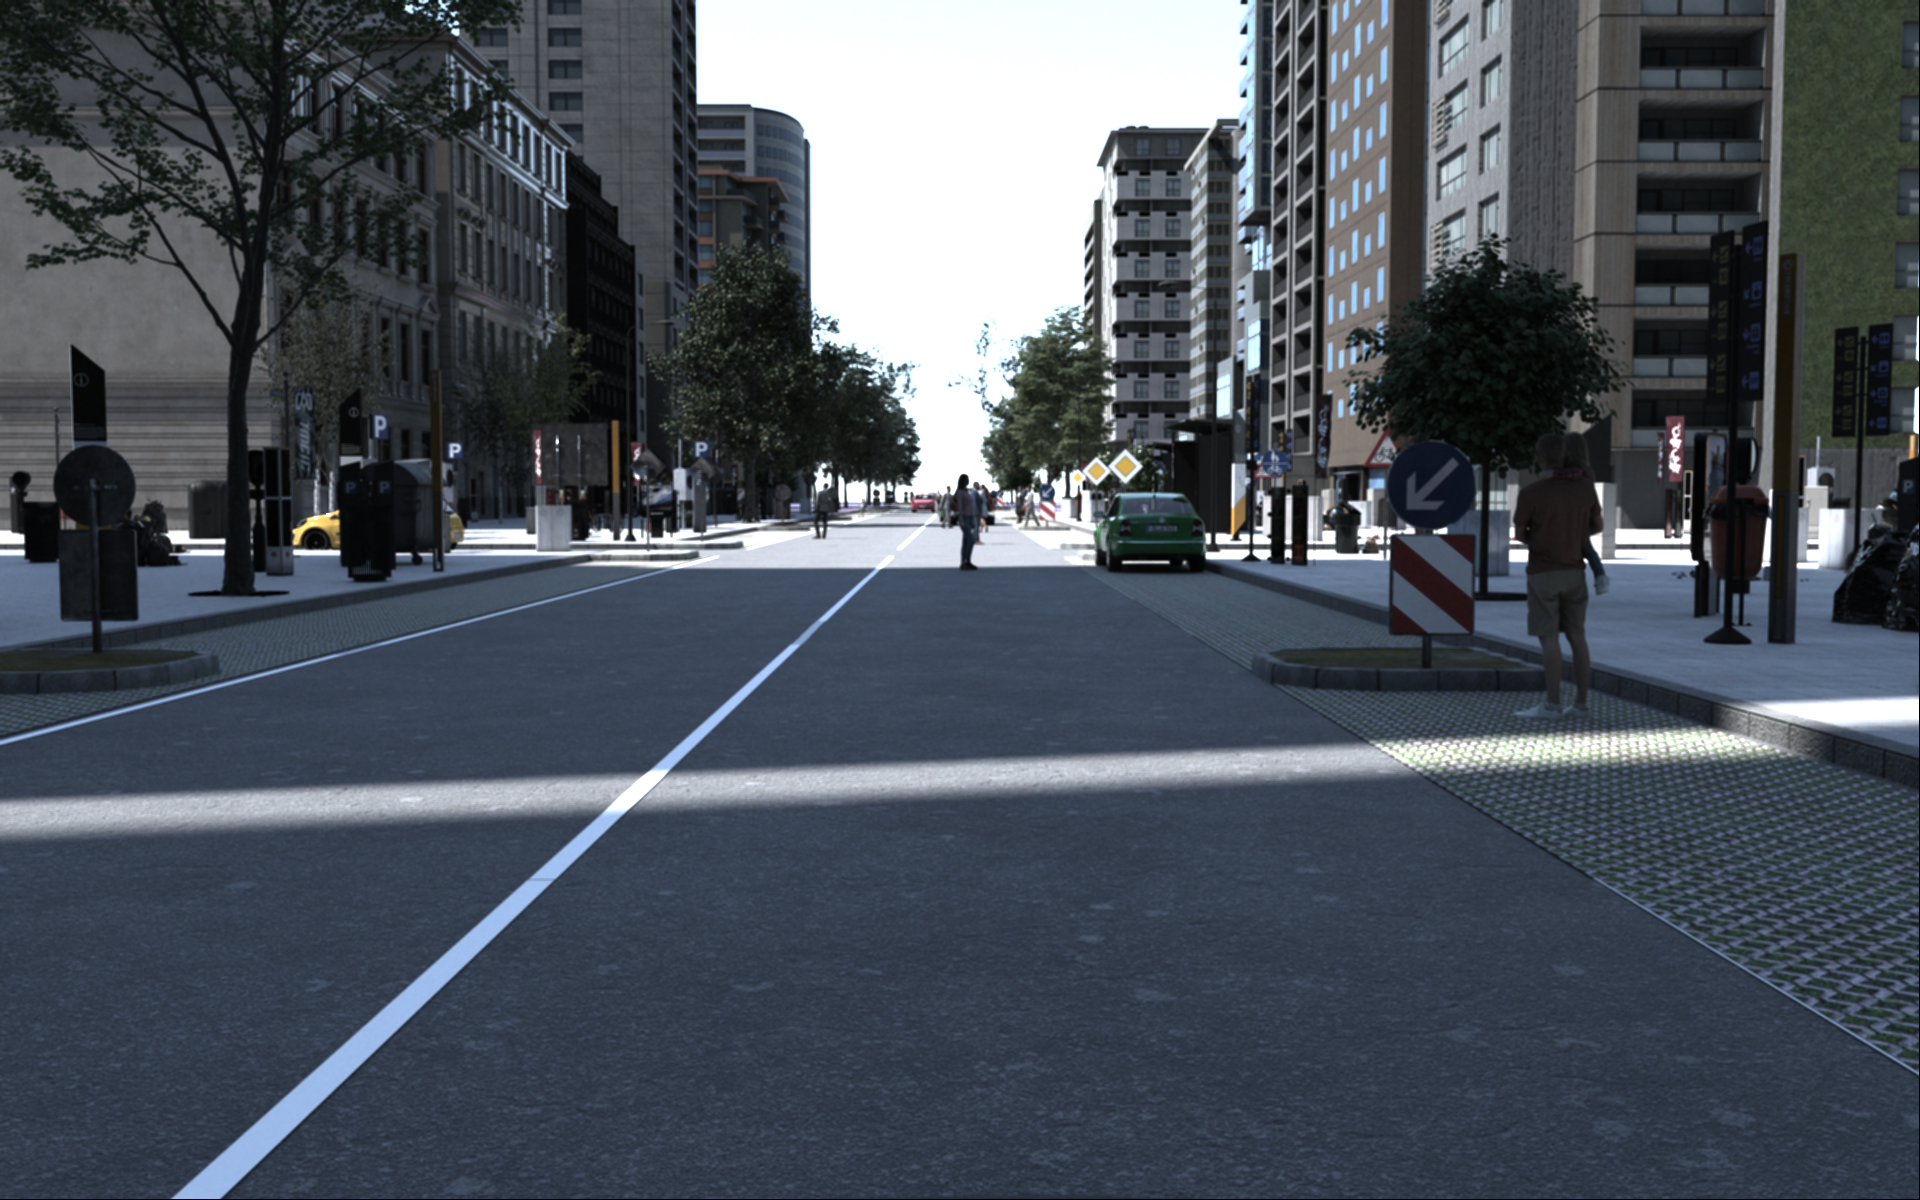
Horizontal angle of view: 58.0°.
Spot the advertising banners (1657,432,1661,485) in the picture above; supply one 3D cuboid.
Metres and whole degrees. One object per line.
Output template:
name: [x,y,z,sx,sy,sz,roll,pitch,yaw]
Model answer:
advertising banners: [20.403,-3.279,49.796,0.090,3.025,2.074,3,5,43]

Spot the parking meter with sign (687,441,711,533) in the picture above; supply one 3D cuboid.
parking meter with sign: [-8.683,-3.764,57.799,0.543,3.016,1.738,-1,4,-13]

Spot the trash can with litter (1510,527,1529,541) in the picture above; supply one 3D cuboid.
trash can with litter: [15.691,-2.198,46.989,1.678,1.210,2.233,-3,5,-42]

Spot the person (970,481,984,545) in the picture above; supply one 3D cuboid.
person: [0.463,-2.494,49.453,0.419,1.800,0.721,0,4,-5]

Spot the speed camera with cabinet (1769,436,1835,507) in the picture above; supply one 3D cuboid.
speed camera with cabinet: [28.656,-3.951,58.927,2.038,3.252,0.660,0,4,-8]

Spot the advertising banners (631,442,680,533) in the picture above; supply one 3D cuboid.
advertising banners: [-10.144,-3.749,57.486,2.074,3.025,0.090,2,4,32]

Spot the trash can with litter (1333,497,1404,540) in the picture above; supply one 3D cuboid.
trash can with litter: [11.766,-2.334,49.215,2.233,1.210,1.678,1,4,19]

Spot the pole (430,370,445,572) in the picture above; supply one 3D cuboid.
pole: [-8.649,-2.129,28.649,0.158,3.312,0.155,0,3,0]

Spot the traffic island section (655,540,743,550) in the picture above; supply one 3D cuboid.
traffic island section: [-6.892,-1.459,46.132,2.009,0.180,2.903,0,3,0]

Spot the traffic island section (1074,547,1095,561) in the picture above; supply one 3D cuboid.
traffic island section: [3.655,-0.971,38.150,2.009,0.180,2.903,0,3,0]

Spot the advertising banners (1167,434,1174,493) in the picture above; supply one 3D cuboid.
advertising banners: [6.115,-3.304,50.204,0.090,3.025,2.074,1,4,10]

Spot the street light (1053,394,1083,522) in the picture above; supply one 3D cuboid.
street light: [4.988,-6.588,80.253,1.470,5.913,1.316,0,3,0]

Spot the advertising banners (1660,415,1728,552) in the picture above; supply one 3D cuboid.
advertising banners: [16.188,-2.543,37.760,0.090,3.025,2.074,-2,4,-26]

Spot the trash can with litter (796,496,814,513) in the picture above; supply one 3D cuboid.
trash can with litter: [-10.378,-6.564,118.376,1.678,1.210,2.233,0,4,-4]

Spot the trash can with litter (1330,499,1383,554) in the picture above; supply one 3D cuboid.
trash can with litter: [8.530,-1.580,37.226,1.055,1.170,0.624,0,4,-7]

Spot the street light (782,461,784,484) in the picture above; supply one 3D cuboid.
street light: [-8.331,-6.991,86.840,1.470,5.913,1.316,0,3,0]

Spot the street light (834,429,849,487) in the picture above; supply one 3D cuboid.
street light: [-8.331,-9.168,122.445,1.470,5.913,1.316,0,3,0]

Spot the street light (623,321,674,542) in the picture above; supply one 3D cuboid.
street light: [-8.350,-4.526,46.534,1.470,5.913,1.316,0,3,0]

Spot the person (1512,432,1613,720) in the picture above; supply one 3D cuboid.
person: [3.840,-0.156,11.031,0.573,1.828,0.580,2,4,31]

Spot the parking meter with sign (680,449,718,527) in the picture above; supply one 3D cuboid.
parking meter with sign: [-10.249,-4.323,66.946,1.738,3.016,0.543,0,4,4]

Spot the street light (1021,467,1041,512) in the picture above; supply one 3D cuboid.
street light: [5.042,-9.073,120.890,1.470,5.913,1.316,0,3,0]

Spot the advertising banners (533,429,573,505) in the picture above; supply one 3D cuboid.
advertising banners: [-10.942,-3.065,46.294,0.090,3.025,2.074,-3,4,-38]

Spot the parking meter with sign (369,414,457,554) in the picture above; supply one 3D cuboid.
parking meter with sign: [-11.885,-2.525,37.550,1.738,3.016,0.543,1,4,19]

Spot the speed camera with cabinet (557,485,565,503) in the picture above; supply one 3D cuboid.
speed camera with cabinet: [-20.880,-5.869,90.289,0.660,3.252,2.038,2,4,33]

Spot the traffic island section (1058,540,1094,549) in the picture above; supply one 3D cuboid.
traffic island section: [3.649,-1.459,46.135,2.009,0.180,2.903,0,3,0]

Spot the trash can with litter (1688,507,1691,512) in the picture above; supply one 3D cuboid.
trash can with litter: [20.750,-2.232,47.879,1.055,1.170,0.624,0,4,4]

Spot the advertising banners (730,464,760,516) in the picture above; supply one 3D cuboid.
advertising banners: [-12.556,-6.426,101.250,2.074,3.025,0.090,-3,5,-41]

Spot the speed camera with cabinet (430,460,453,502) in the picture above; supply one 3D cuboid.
speed camera with cabinet: [-14.799,-3.322,48.657,0.660,3.252,2.038,0,3,0]

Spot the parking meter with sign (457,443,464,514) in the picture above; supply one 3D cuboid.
parking meter with sign: [-17.124,-3.770,57.907,0.543,3.016,1.738,0,4,2]

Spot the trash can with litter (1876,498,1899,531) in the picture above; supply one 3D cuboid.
trash can with litter: [26.418,-2.292,48.856,1.055,1.170,0.624,-1,4,-22]

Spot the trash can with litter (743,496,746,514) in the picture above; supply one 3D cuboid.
trash can with litter: [-12.511,-5.400,99.684,0.624,1.170,1.055,-2,4,-31]

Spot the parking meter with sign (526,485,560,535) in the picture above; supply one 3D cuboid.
parking meter with sign: [-13.302,-3.630,55.615,0.543,3.016,1.738,1,4,18]

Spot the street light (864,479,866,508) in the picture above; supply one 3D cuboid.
street light: [-8.381,-11.634,162.751,1.470,5.913,1.316,0,3,0]

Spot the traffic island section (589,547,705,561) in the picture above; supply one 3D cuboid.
traffic island section: [-6.887,-0.970,38.147,2.009,0.180,2.903,0,3,0]

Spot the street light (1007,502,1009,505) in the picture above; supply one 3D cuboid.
street light: [5.050,-11.306,157.391,1.470,5.913,1.316,0,3,0]

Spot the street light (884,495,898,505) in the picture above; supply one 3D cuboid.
street light: [-8.370,-14.263,205.747,1.470,5.913,1.316,0,3,0]

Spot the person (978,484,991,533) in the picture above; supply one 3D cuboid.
person: [0.902,-3.408,64.308,0.616,1.811,0.778,-2,4,-28]

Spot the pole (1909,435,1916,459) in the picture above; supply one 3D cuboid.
pole: [32.878,-4.036,59.835,0.158,3.312,0.155,0,3,0]

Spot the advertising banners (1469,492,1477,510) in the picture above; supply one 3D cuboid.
advertising banners: [17.776,-3.915,60.204,0.090,3.025,2.074,2,4,26]

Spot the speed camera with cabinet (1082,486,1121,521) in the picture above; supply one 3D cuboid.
speed camera with cabinet: [6.772,-5.405,82.707,2.038,3.252,0.660,-3,4,-37]

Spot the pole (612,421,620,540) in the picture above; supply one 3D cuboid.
pole: [-9.548,-3.318,48.093,0.158,3.312,0.155,0,3,0]

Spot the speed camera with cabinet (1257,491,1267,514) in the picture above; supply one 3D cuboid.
speed camera with cabinet: [14.363,-5.663,86.928,2.038,3.252,0.660,0,4,6]

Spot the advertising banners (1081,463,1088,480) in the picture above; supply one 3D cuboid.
advertising banners: [7.507,-6.110,96.089,0.090,3.025,2.074,-3,5,-45]

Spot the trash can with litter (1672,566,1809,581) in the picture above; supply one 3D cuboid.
trash can with litter: [11.709,-0.941,26.438,1.678,1.210,2.233,0,4,-4]

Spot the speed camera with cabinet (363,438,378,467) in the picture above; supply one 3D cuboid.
speed camera with cabinet: [-15.962,-3.162,46.033,0.660,3.252,2.038,-2,4,-30]

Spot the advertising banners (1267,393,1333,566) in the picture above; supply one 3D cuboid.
advertising banners: [6.109,-2.139,31.155,0.090,3.025,2.074,-1,4,-20]

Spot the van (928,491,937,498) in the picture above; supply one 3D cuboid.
van: [-4.391,-16.331,274.027,2.013,2.044,4.112,0,4,2]

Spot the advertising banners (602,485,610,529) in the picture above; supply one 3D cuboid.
advertising banners: [-12.951,-4.103,63.279,0.090,3.025,2.074,0,4,-5]

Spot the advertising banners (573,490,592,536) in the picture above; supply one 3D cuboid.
advertising banners: [-11.976,-3.466,52.861,2.074,3.025,0.090,3,4,38]

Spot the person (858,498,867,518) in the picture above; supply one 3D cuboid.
person: [-5.800,-5.497,103.397,0.505,1.210,0.382,-2,4,-26]

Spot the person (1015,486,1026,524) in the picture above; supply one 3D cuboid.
person: [2.922,-4.604,83.743,0.622,1.834,0.822,2,4,35]

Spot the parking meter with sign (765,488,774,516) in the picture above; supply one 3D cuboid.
parking meter with sign: [-11.401,-6.562,103.552,0.543,3.016,1.738,-1,4,-22]

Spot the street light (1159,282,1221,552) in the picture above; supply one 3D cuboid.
street light: [5.041,-4.005,38.023,1.470,5.913,1.316,0,3,0]

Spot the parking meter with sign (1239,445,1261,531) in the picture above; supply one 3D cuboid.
parking meter with sign: [10.143,-3.949,60.829,0.543,3.016,1.738,1,4,19]

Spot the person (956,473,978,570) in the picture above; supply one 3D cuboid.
person: [0.113,-1.472,32.571,0.388,1.821,0.555,1,4,11]

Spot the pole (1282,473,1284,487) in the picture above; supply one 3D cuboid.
pole: [19.242,-6.699,103.378,0.158,3.312,0.155,0,3,0]

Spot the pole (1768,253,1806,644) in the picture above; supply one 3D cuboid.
pole: [7.079,-1.283,14.828,0.158,3.312,0.155,0,3,0]

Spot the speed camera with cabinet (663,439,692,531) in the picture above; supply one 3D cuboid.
speed camera with cabinet: [-10.200,-4.125,61.781,0.660,3.252,2.038,2,4,25]
